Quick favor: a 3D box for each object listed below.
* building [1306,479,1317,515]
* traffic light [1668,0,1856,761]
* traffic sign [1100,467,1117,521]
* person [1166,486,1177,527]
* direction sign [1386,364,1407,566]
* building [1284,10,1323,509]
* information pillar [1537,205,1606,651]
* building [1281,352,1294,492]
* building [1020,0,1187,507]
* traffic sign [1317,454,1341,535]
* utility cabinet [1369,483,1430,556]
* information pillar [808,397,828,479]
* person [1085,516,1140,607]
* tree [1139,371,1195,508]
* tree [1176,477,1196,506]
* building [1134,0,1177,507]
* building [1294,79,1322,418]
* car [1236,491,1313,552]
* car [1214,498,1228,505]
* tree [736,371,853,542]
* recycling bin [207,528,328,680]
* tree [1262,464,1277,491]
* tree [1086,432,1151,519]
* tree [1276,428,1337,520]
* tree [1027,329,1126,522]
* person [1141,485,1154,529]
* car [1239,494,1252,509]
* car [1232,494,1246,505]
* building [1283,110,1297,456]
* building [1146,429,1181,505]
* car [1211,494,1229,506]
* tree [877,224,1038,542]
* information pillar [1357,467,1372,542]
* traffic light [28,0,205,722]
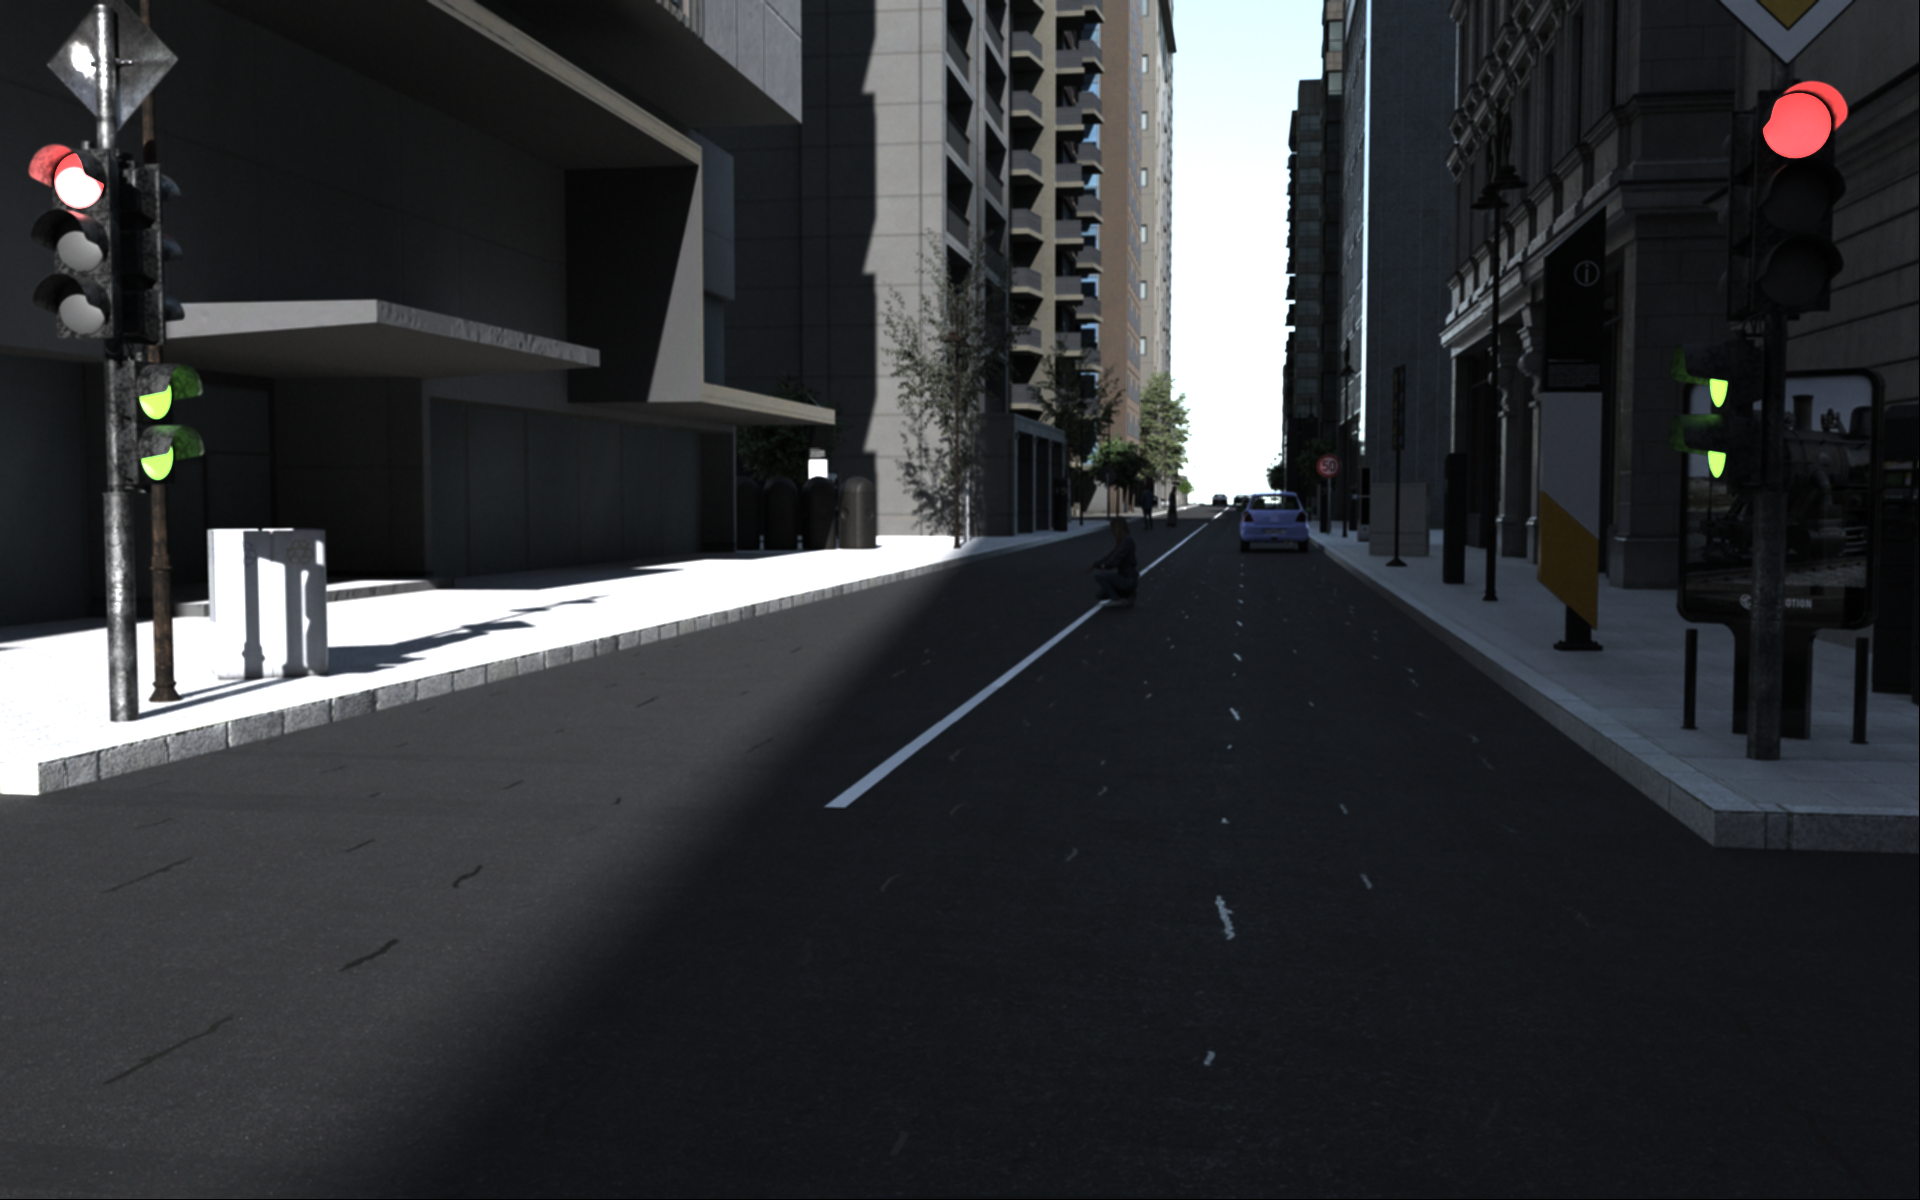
[{"bbox_3d":[39.000,-25.610,110.608,32.217,40.220,23.993,1,4,9],"label":"building"},{"bbox_3d":[3.880,-1.185,8.292,0.839,4.253,0.868,1,4,9],"label":"traffic light"},{"bbox_3d":[6.944,-4.958,81.162,0.768,2.556,0.104,1,4,15],"label":"traffic sign"},{"bbox_3d":[9.315,-4.129,76.221,0.699,1.804,1.509,1,4,20],"label":"person"},{"bbox_3d":[7.778,-2.371,30.762,0.379,3.537,0.876,0,4,3],"label":"direction sign"},{"bbox_3d":[37.839,-50.430,137.201,22.319,86.520,31.000,1,4,9],"label":"building"},{"bbox_3d":[5.002,-1.394,14.140,0.504,3.616,0.183,0,4,1],"label":"information pillar"},{"bbox_3d":[55.736,-23.116,222.991,27.650,21.520,28.899,1,4,9],"label":"building"},{"bbox_3d":[19.861,-48.381,229.287,20.563,71.187,20.611,1,4,9],"label":"building"},{"bbox_3d":[11.680,-3.350,54.879,0.768,2.556,0.104,1,4,15],"label":"traffic sign"},{"bbox_3d":[9.077,-1.656,35.756,1.173,1.500,0.318,2,4,30],"label":"utility cabinet"},{"bbox_3d":[-3.422,-3.076,41.640,0.504,3.616,0.183,1,4,23],"label":"information pillar"},{"bbox_3d":[1.925,-0.494,22.075,0.738,1.151,1.012,1,4,8],"label":"person"},{"bbox_3d":[18.211,-14.796,160.046,7.486,12.596,7.792,0,3,0],"label":"tree"},{"bbox_3d":[24.959,-12.106,192.535,1.663,3.219,1.824,0,3,0],"label":"tree"},{"bbox_3d":[7.803,-36.294,182.637,28.713,52.752,27.495,1,4,9],"label":"building"},{"bbox_3d":[40.624,-29.954,173.334,14.154,41.232,14.086,1,4,9],"label":"building"},{"bbox_3d":[7.983,-2.104,43.993,1.945,1.707,3.694,1,4,10],"label":"car"},{"bbox_3d":[33.355,-12.849,221.871,2.131,1.459,4.920,1,4,9],"label":"car"},{"bbox_3d":[-4.564,-3.832,46.374,4.285,4.588,4.351,0,3,0],"label":"tree"},{"bbox_3d":[-4.944,0.012,12.362,0.722,1.027,0.722,-2,4,-28],"label":"recycling bin"},{"bbox_3d":[30.441,-11.066,164.636,4.285,4.588,4.351,0,3,0],"label":"tree"},{"bbox_3d":[8.327,-6.561,90.991,4.285,4.588,4.351,0,3,0],"label":"tree"},{"bbox_3d":[18.402,-6.278,86.360,4.285,4.588,4.351,0,3,0],"label":"tree"},{"bbox_3d":[5.178,-7.809,78.040,4.737,8.622,4.395,0,3,0],"label":"tree"},{"bbox_3d":[7.618,-3.766,70.257,0.721,1.800,0.419,-2,4,-31],"label":"person"},{"bbox_3d":[23.370,-7.726,138.125,2.131,1.459,4.920,1,4,9],"label":"car"},{"bbox_3d":[35.709,-12.747,220.203,2.131,1.459,4.920,1,4,10],"label":"car"},{"bbox_3d":[47.713,-32.976,193.786,22.147,44.769,28.867,1,4,9],"label":"building"},{"bbox_3d":[10.353,-31.606,208.642,32.217,40.220,23.993,1,4,9],"label":"building"},{"bbox_3d":[31.806,-12.418,212.070,2.155,1.783,4.494,1,4,9],"label":"car"},{"bbox_3d":[-0.057,-5.887,46.609,4.360,8.622,3.978,0,3,0],"label":"tree"},{"bbox_3d":[10.906,-2.583,46.727,0.304,2.012,0.304,0,4,1],"label":"information pillar"},{"bbox_3d":[-4.718,-1.270,9.691,0.839,4.253,0.868,1,4,9],"label":"traffic light"}]
